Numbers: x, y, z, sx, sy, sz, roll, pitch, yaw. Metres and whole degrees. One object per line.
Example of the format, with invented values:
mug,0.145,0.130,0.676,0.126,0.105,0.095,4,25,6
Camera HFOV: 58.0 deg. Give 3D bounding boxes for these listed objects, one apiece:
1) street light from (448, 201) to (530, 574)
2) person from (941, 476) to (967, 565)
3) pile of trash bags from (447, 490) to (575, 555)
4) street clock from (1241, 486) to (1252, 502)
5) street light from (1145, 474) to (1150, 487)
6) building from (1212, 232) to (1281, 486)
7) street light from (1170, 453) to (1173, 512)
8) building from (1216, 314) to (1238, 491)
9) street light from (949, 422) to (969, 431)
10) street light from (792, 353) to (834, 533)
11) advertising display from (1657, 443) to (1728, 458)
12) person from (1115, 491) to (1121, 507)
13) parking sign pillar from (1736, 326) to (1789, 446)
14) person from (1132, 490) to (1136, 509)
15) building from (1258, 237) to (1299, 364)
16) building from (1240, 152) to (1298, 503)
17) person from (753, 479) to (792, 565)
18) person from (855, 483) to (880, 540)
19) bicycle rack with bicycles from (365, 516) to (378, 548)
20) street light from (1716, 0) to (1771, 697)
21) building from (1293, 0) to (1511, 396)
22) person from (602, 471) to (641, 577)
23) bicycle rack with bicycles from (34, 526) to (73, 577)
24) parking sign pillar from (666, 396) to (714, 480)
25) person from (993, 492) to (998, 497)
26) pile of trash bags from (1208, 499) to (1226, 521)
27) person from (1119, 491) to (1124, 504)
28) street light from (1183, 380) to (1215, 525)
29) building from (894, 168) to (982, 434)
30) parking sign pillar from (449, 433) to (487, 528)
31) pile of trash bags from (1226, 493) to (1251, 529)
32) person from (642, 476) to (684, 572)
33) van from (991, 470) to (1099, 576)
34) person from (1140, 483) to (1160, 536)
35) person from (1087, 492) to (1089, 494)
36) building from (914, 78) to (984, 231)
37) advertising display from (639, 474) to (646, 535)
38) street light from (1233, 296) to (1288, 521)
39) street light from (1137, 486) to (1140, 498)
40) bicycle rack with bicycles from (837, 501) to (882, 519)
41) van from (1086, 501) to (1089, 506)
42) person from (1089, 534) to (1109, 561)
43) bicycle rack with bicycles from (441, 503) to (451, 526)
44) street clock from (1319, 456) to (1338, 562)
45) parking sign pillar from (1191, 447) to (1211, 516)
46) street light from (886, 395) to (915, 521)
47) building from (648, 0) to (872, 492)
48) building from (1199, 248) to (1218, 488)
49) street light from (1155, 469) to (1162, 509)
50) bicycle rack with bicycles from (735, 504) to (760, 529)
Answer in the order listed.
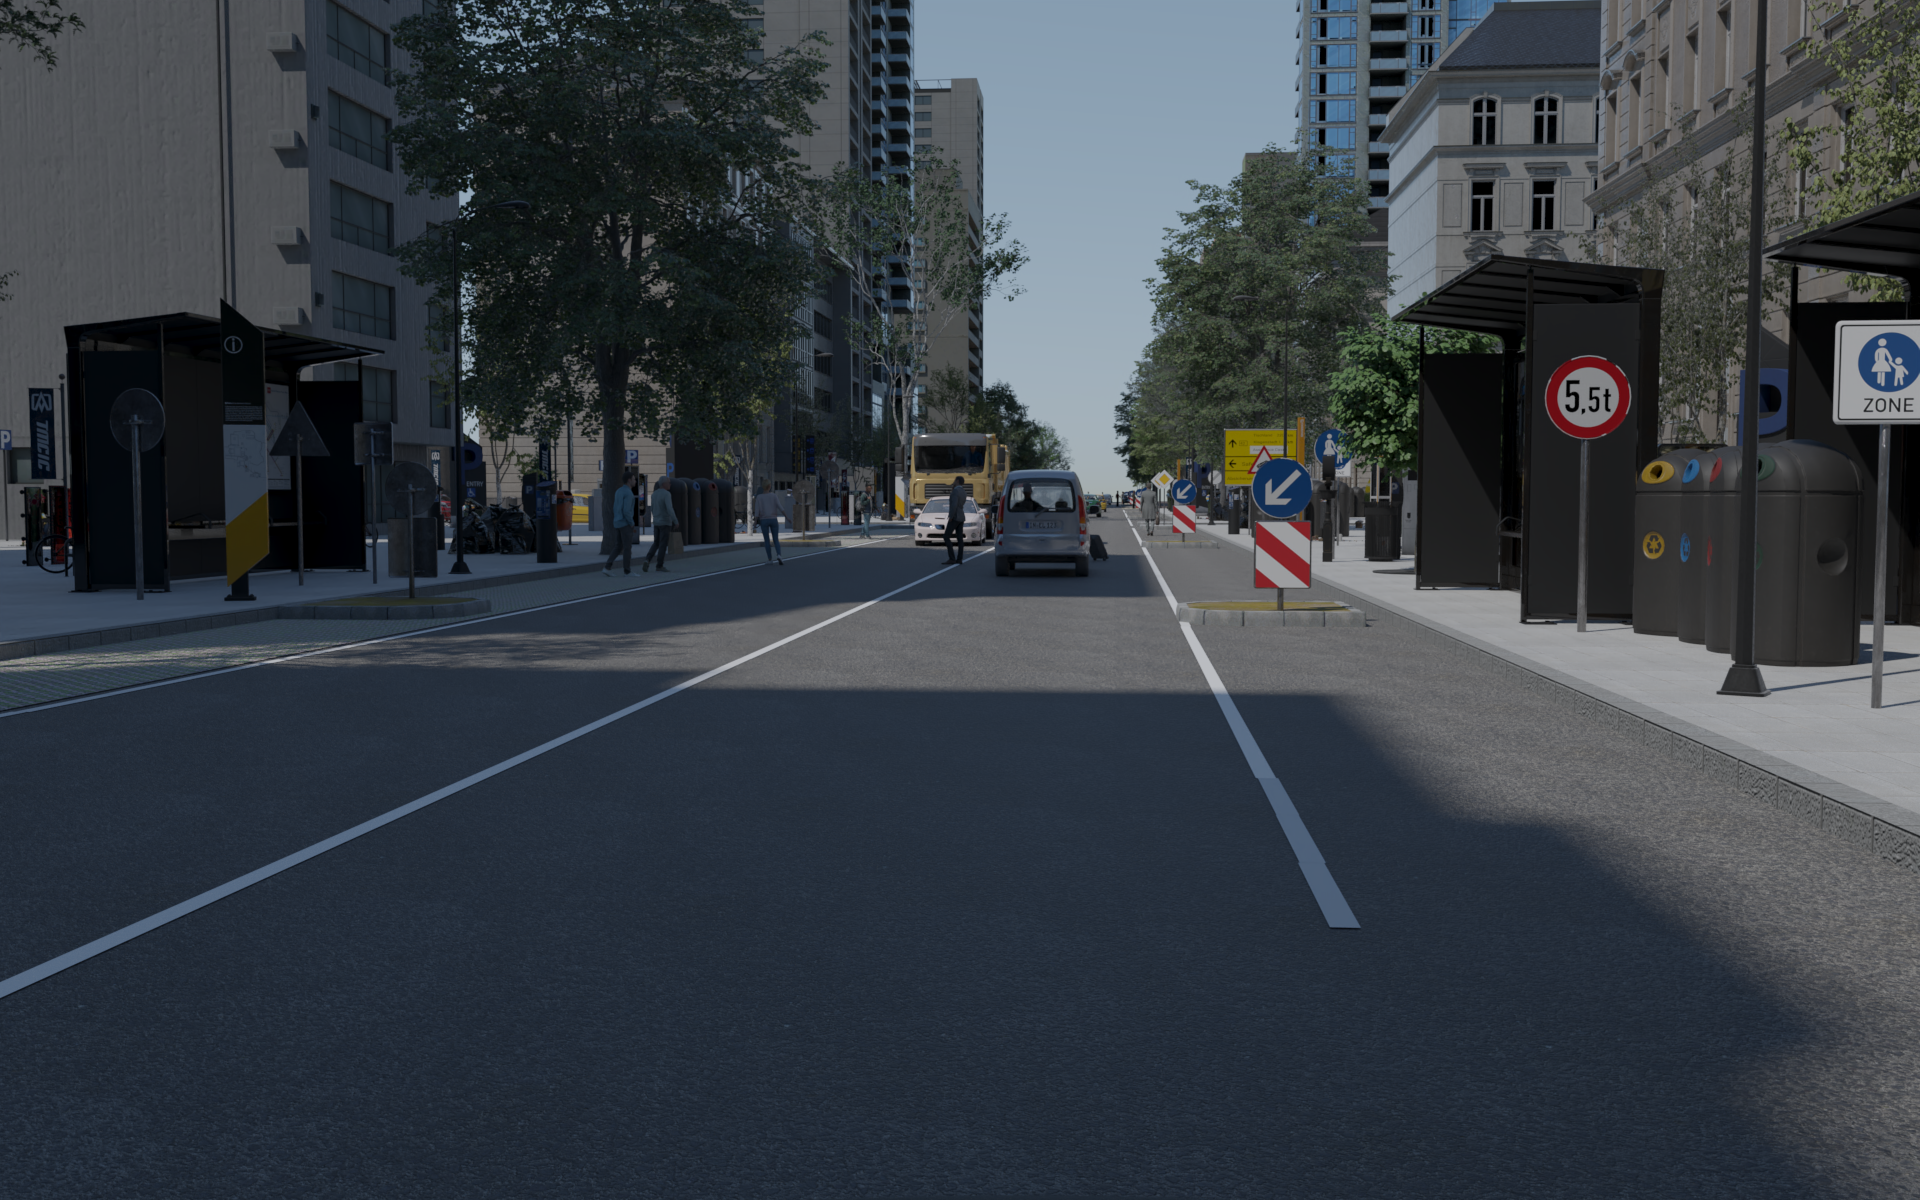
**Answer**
street light,-7.503,-3.370,27.636,1.470,5.913,1.316,0,4,5
person,-0.110,-1.630,35.334,0.473,1.802,0.592,3,5,41
pile of trash bags,-9.614,-1.742,38.236,1.912,1.369,3.447,1,4,21
street clock,15.682,-5.555,95.390,0.358,2.002,0.471,3,5,39
street light,17.248,-11.077,153.648,1.470,5.913,1.316,0,4,5
building,51.943,-38.316,281.098,22.147,44.769,28.867,0,4,5
street light,11.879,-7.420,93.863,1.470,5.913,1.316,0,4,5
building,45.497,-29.834,259.489,14.160,30.474,14.107,0,4,5
street light,-0.111,-8.478,111.163,1.470,5.913,1.316,0,4,5
street light,-4.863,-5.182,57.263,1.470,5.913,1.316,0,4,5
advertising display,9.303,-1.032,22.085,0.974,1.923,0.123,0,4,-5
person,17.923,-11.503,196.544,0.705,1.831,1.348,-1,4,-22
parking sign pillar,12.640,-2.337,26.679,1.447,3.967,1.447,-2,4,-26
person,17.123,-9.884,170.234,0.705,1.807,1.348,-1,4,-12
building,40.304,-25.909,195.319,14.160,30.474,14.107,0,4,5
building,40.898,-32.166,209.506,14.154,41.232,14.086,0,4,5
person,-3.748,-1.581,35.015,0.731,1.740,0.598,-2,4,-28
person,-2.896,-2.767,54.095,0.721,1.781,0.623,1,4,8
bicycle rack with bicycles,-15.665,-1.709,41.323,2.925,0.926,2.852,3,5,41
street light,4.488,-2.351,10.984,1.470,5.913,1.316,0,4,5
building,41.859,-52.489,170.868,22.319,86.520,31.000,0,4,5
person,-5.846,-1.304,29.834,0.620,1.820,0.660,-3,4,-38
bicycle rack with bicycles,-13.404,-0.895,28.015,2.925,0.926,2.852,-1,4,-12
parking sign pillar,-7.349,-3.588,47.130,1.447,3.967,1.447,-3,5,-44
person,1.465,-3.419,64.611,0.699,1.804,1.509,-2,4,-32
pile of trash bags,13.728,-4.470,82.829,3.447,1.369,1.912,-1,4,-16
person,23.039,-14.503,245.621,0.705,1.824,1.348,3,5,43
street light,9.770,-6.013,70.857,1.470,5.913,1.316,0,4,5
building,-8.506,-38.980,261.029,21.300,48.544,21.600,0,4,5
parking sign pillar,-18.754,-4.745,66.049,1.447,3.967,1.447,-3,5,-43
pile of trash bags,11.950,-3.341,64.375,3.447,1.369,1.912,2,4,29
person,-5.394,-1.376,31.490,0.782,1.767,0.515,3,5,43
van,1.532,-1.499,31.521,2.013,2.044,4.112,0,4,4
person,6.540,-3.113,59.499,0.694,1.812,0.767,1,4,18
person,17.188,-13.554,230.628,0.721,1.766,1.217,-1,4,-20
building,-4.211,-52.911,303.348,20.563,71.187,20.611,0,4,5
advertising display,-10.445,-3.038,54.882,0.974,1.923,0.123,0,4,4
street light,7.094,-4.167,40.665,1.470,5.913,1.316,0,4,5
street light,24.090,-15.742,229.918,1.470,5.913,1.316,0,4,5
bicycle rack with bicycles,-5.020,-4.678,89.862,2.925,0.926,2.852,-2,4,-25
van,2.759,-2.666,50.604,2.013,2.044,4.112,0,4,6
person,2.535,-1.715,36.762,1.509,1.804,0.699,-2,4,-33
bicycle rack with bicycles,-21.719,-3.462,69.994,2.852,0.926,2.925,1,4,16
street clock,6.946,-1.720,32.689,0.358,2.002,0.471,1,4,13
parking sign pillar,14.012,-6.849,100.451,1.447,3.967,1.447,-3,4,-38
street light,-2.808,-6.667,81.542,1.470,5.913,1.316,0,4,5
building,-17.014,-44.497,165.777,20.563,71.187,20.611,0,4,5
building,49.092,-39.940,303.133,14.600,45.320,14.200,0,4,5
street light,14.574,-9.232,123.485,1.470,5.913,1.316,0,4,5
bicycle rack with bicycles,-8.575,-3.149,64.869,2.925,0.926,2.852,2,4,30
